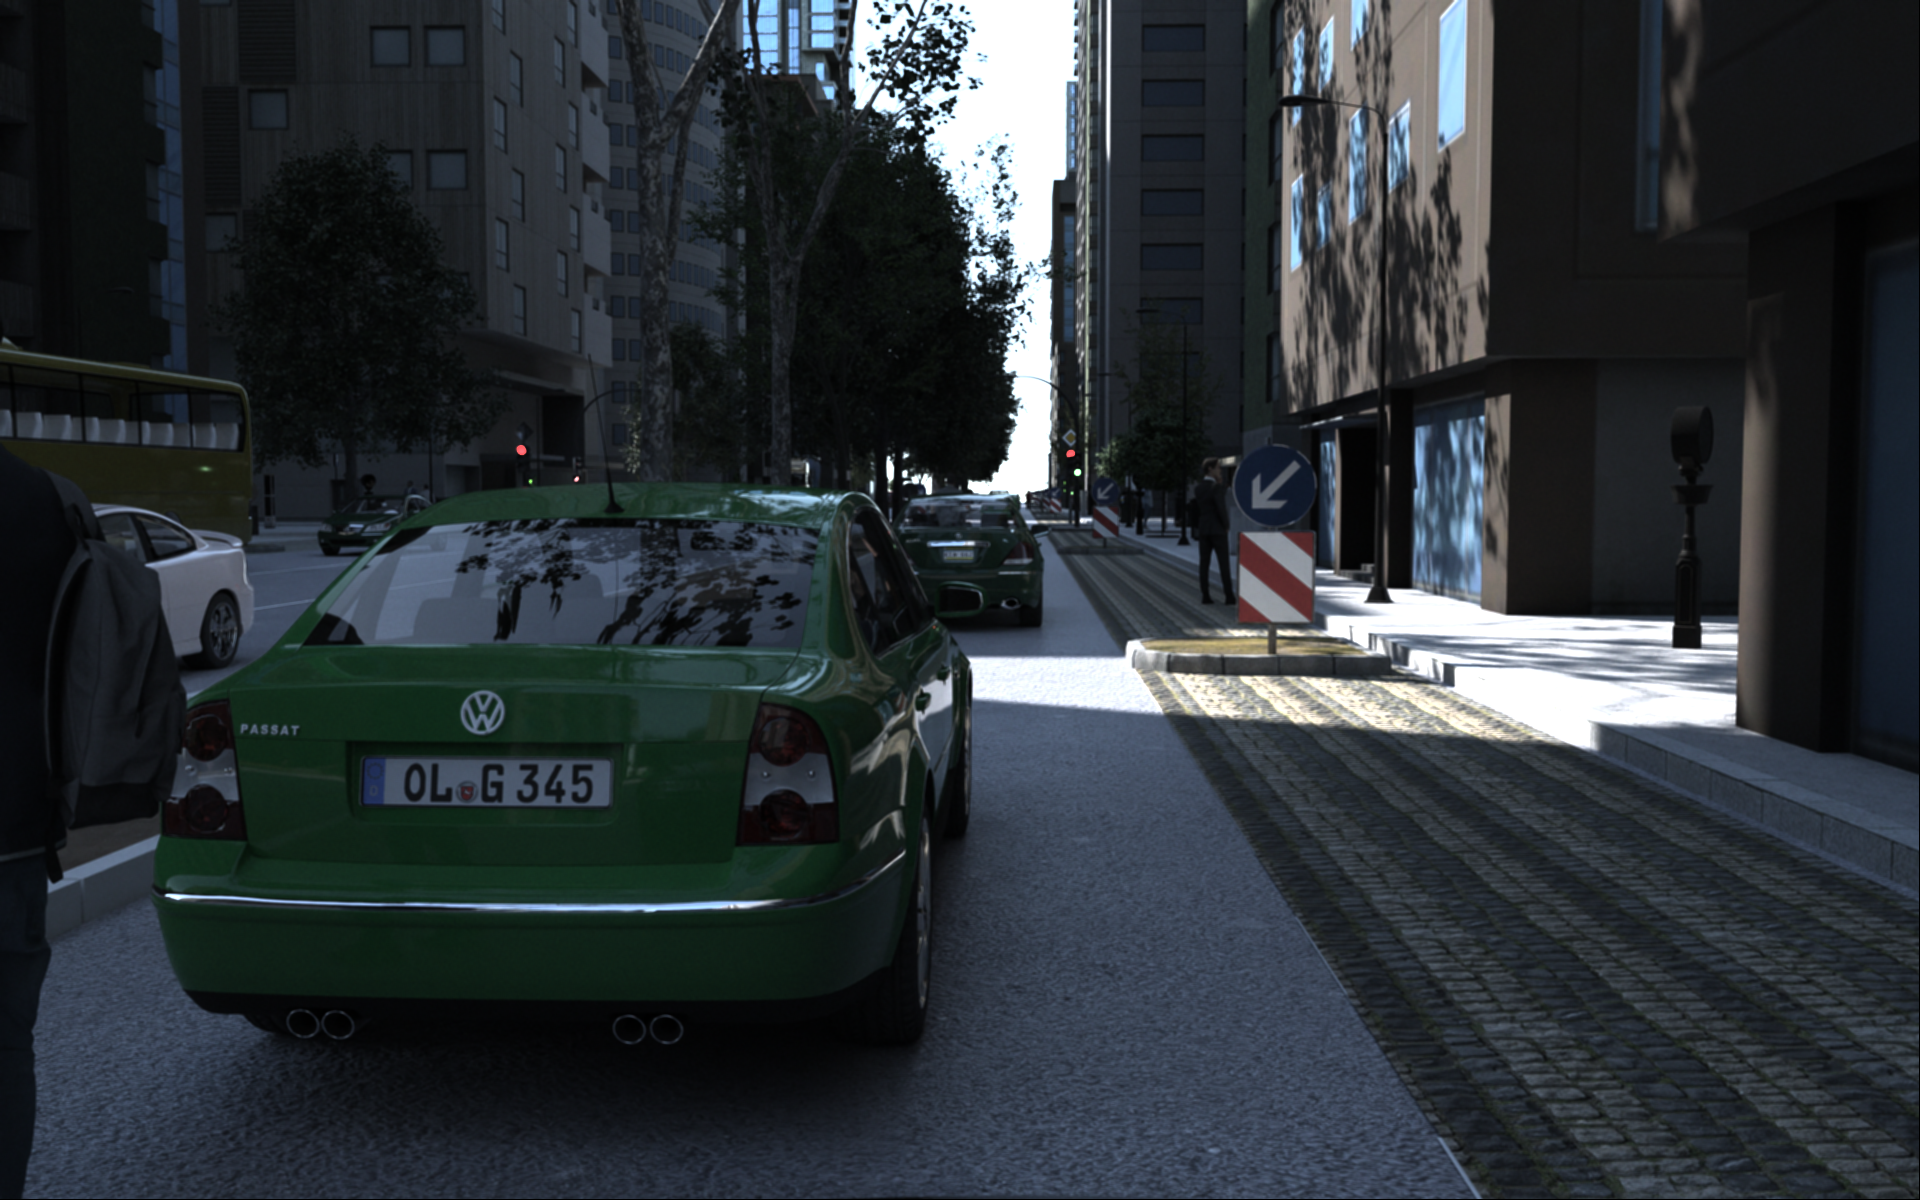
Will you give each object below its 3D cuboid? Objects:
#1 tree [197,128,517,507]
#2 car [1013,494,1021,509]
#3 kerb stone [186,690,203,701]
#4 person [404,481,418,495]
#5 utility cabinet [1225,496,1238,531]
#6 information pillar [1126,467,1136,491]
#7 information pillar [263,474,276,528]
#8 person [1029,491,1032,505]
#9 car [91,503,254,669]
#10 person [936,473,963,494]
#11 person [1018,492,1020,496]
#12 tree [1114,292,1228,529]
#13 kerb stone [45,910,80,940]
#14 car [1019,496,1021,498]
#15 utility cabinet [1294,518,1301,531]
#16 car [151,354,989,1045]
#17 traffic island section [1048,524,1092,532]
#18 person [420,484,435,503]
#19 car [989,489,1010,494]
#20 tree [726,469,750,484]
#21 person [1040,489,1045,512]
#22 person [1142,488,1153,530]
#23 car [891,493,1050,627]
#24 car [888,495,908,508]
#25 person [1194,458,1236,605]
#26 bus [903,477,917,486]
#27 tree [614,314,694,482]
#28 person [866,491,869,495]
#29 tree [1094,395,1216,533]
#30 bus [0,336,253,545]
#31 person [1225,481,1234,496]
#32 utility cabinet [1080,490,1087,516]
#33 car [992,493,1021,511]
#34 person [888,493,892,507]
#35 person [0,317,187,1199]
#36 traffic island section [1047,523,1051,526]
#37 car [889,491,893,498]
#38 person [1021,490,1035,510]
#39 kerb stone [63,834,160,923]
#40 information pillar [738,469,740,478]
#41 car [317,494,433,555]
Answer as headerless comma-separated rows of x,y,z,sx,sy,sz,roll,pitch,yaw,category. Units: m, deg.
-19.336,-8.428,54.810,9.611,12.733,9.660,0,3,0,tree
4.909,-9.605,165.842,1.959,1.807,4.718,0,4,3,car
-4.892,0.659,11.453,0.120,0.150,1.000,0,4,2,kerb stone
-21.499,-3.753,67.586,0.721,1.800,0.419,0,4,7,person
9.727,-3.023,60.584,1.020,1.237,0.306,0,4,3,utility cabinet
7.964,-5.478,80.915,0.504,3.616,0.183,0,4,7,information pillar
-25.795,-3.682,64.695,0.304,2.012,0.304,0,4,1,information pillar
8.366,-12.300,209.477,0.599,1.838,0.709,2,4,30,person
-7.010,-0.034,12.920,2.083,1.381,4.827,0,4,2,car
-0.147,-1.410,31.660,0.635,1.810,0.391,1,4,10,person
8.309,-14.844,251.995,0.742,1.727,0.445,-1,4,-19,person
7.489,-6.867,62.637,4.737,8.622,4.395,0,3,0,tree
-2.999,1.036,5.260,0.120,0.150,1.000,0,4,2,kerb stone
9.557,-17.743,302.099,2.014,1.417,4.499,0,4,4,car
7.094,-1.659,35.804,0.318,1.500,1.173,0,4,7,utility cabinet
-0.900,0.176,5.916,1.959,1.807,4.718,0,4,3,car
4.508,-2.708,66.551,2.009,0.180,2.903,0,4,2,traffic island section
-22.324,-3.928,72.573,0.661,1.843,0.795,-3,4,-38,person
3.092,-7.822,136.564,2.281,1.827,5.304,0,4,1,car
-17.283,-8.497,133.526,1.663,3.219,1.824,0,3,0,tree
6.490,-7.796,136.192,0.478,1.798,0.641,0,4,5,person
6.638,-3.386,61.675,0.793,1.790,0.793,-1,4,-9,person
0.002,-0.510,20.135,2.131,1.459,4.920,0,4,0,car
-6.338,-10.314,177.668,2.155,1.783,4.494,0,4,3,car
3.331,-0.893,22.456,0.474,1.900,0.648,-3,4,-37,person
-7.710,-15.683,247.961,2.896,3.916,12.252,0,4,1,bus
-17.467,-11.840,110.594,9.611,12.733,9.660,0,3,0,tree
-9.467,-10.153,175.025,0.721,1.766,1.217,0,4,-2,person
6.837,-4.525,57.704,4.285,4.588,4.351,0,3,0,tree
-14.790,-2.149,26.682,2.896,3.916,12.252,0,4,2,bus
10.249,-3.634,65.735,0.850,1.792,0.678,1,4,13,person
7.148,-5.592,100.100,0.318,1.500,1.173,0,4,1,utility cabinet
1.859,-4.375,80.332,1.959,1.807,4.718,0,4,1,car
-5.855,-8.040,140.444,0.782,1.767,0.515,-1,4,-16,person
-1.645,0.369,2.822,0.721,1.781,0.623,0,4,7,person
4.778,-3.196,74.532,2.009,0.180,2.903,0,4,2,traffic island section
-7.998,-12.608,214.808,2.281,1.827,5.304,0,4,4,car
6.296,-9.277,160.111,1.348,1.831,0.705,0,4,1,person
-2.966,0.973,6.282,0.120,0.150,1.000,0,4,2,kerb stone
-17.389,-8.822,135.600,0.183,3.616,0.504,-3,5,-40,information pillar
-13.936,-1.852,42.081,2.131,1.459,4.920,0,4,3,car
